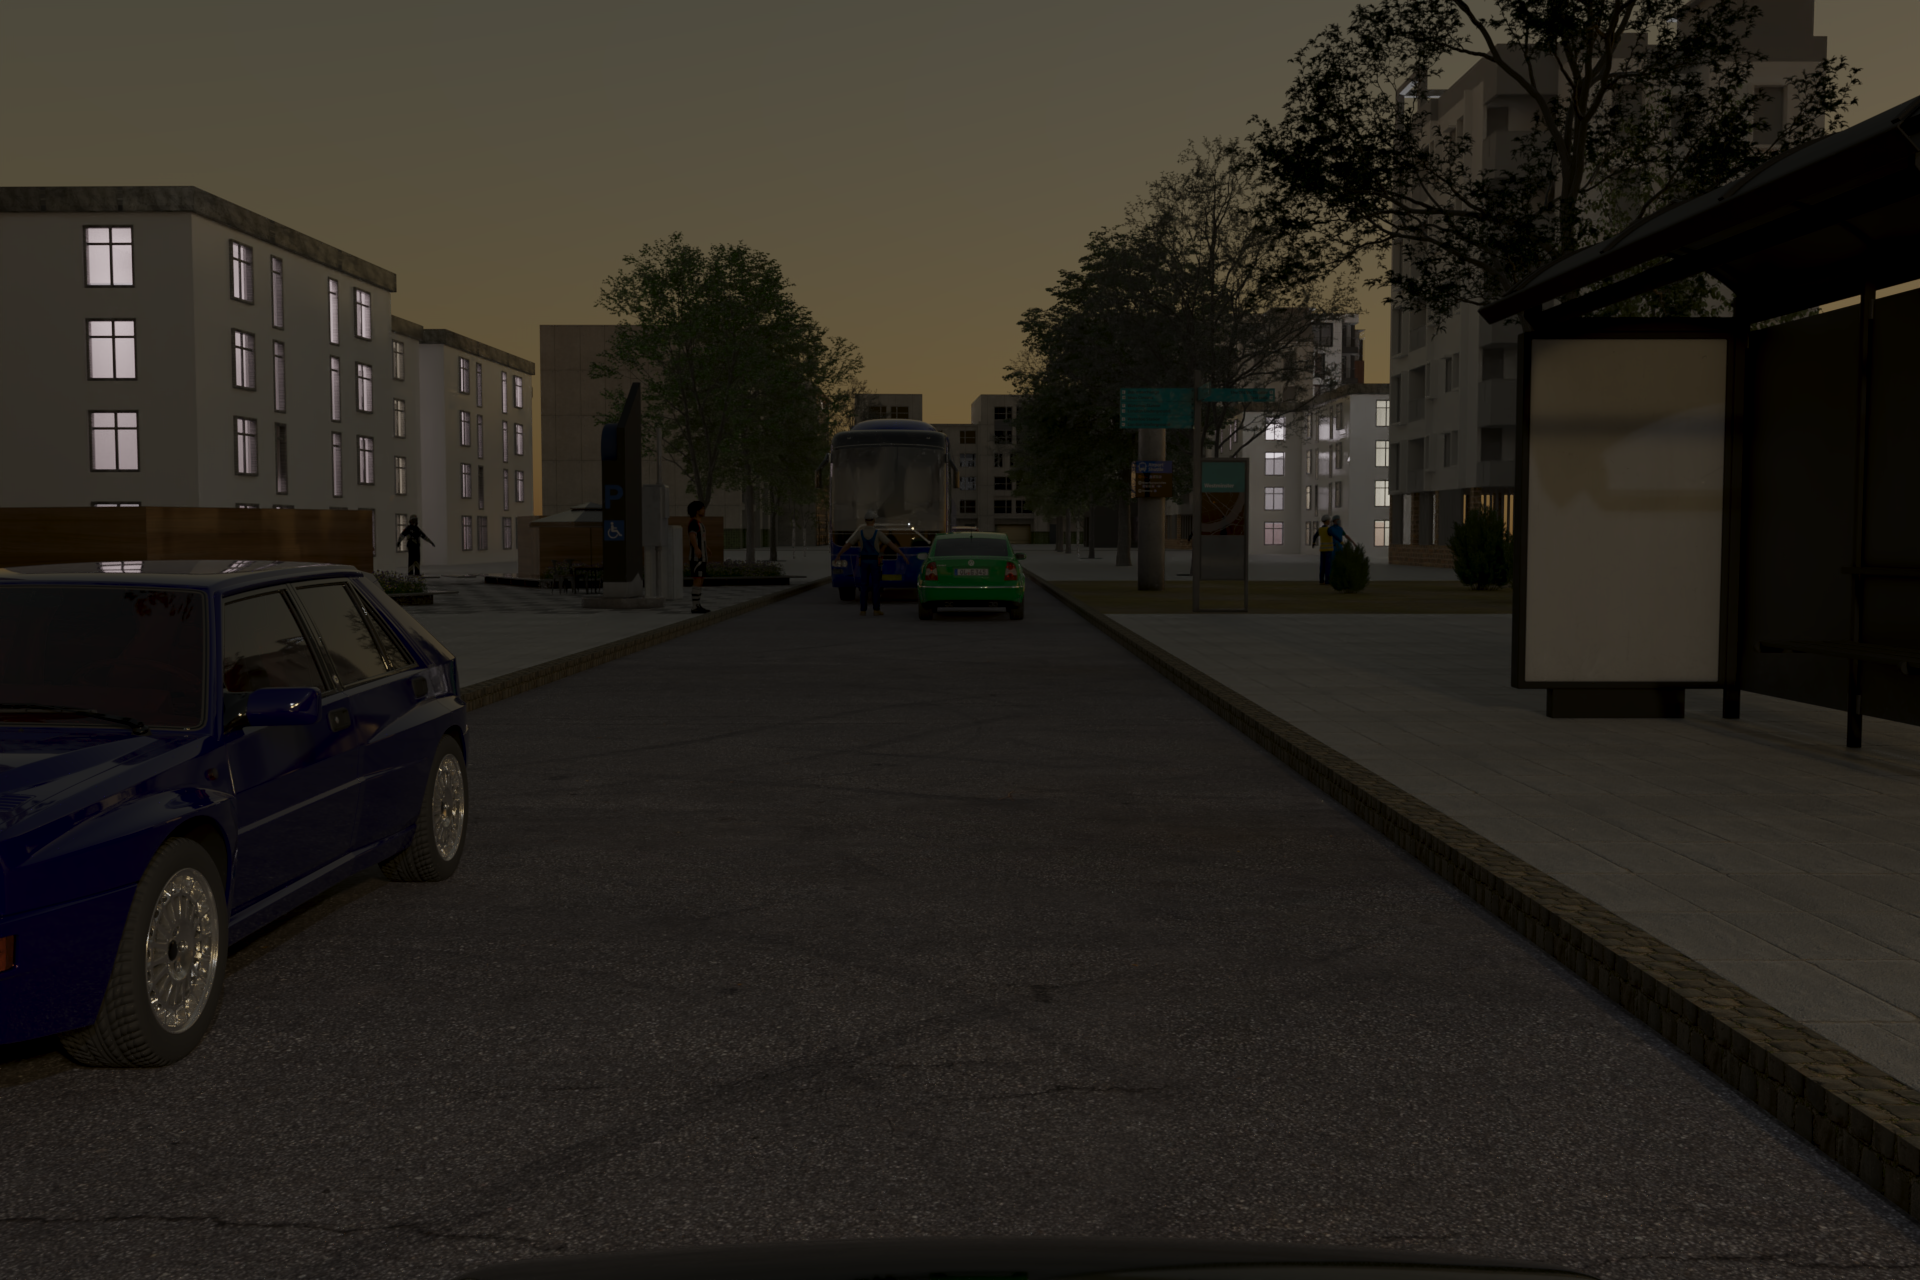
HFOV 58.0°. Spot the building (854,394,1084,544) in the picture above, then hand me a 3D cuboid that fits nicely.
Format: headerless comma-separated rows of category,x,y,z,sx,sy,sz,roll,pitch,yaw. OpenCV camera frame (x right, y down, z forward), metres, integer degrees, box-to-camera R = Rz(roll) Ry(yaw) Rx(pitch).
building,2.058,-21.813,225.560,31.486,18.905,16.747,0,4,-4

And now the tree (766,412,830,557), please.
tree,-8.555,-8.967,96.973,4.360,8.622,3.978,0,3,0

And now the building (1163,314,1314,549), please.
building,23.270,-18.353,156.487,16.016,20.090,11.380,0,4,0

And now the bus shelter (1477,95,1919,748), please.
bus shelter,4.635,-0.953,9.506,2.014,3.302,5.546,0,4,0

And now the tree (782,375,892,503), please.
tree,-8.445,-13.599,132.716,12.009,13.543,11.850,0,3,0

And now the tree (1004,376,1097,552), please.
tree,7.026,-12.507,122.616,7.486,12.596,7.792,0,3,0

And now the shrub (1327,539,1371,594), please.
shrub,8.406,-1.606,37.383,1.383,1.207,1.383,0,3,0

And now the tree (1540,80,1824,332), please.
tree,11.729,-4.767,28.311,4.737,8.622,4.395,0,3,0

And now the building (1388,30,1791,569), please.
building,23.137,-13.149,71.410,16.016,20.090,11.380,0,4,0

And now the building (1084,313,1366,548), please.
building,26.423,-20.353,176.739,27.936,21.610,32.646,0,4,0

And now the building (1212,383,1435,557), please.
building,22.433,-10.300,110.551,9.099,9.664,28.070,0,4,0

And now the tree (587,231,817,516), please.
tree,-8.707,-8.137,58.792,9.928,11.665,9.643,0,3,0

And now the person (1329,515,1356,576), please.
person,10.590,-2.602,48.667,1.347,1.817,0.704,-2,4,-32

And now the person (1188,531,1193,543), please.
person,9.223,-3.707,66.542,0.705,1.837,1.347,-3,5,-42

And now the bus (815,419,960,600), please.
bus,-1.408,-3.005,40.685,2.896,3.916,12.251,0,4,0

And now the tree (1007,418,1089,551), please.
tree,7.420,-13.046,131.431,7.486,12.596,7.792,0,3,0

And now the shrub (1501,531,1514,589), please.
shrub,11.036,-1.725,32.624,1.690,2.028,1.600,0,3,0

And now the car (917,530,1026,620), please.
car,0.201,-1.314,30.286,1.959,1.807,4.718,0,4,0

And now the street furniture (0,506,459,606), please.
street furniture,-13.716,-1.358,29.053,11.010,1.723,9.812,2,4,24

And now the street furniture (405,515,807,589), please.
street furniture,-7.607,-2.266,43.898,11.010,1.723,9.812,-2,4,-30

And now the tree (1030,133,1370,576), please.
tree,7.385,-8.708,52.745,12.009,13.543,11.850,0,3,0

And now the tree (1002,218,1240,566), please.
tree,6.476,-9.941,69.194,9.857,13.997,8.962,0,3,0

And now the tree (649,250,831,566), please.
tree,-8.873,-9.271,69.705,7.486,12.596,7.792,0,3,0

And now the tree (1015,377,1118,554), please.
tree,7.406,-11.929,113.166,7.486,12.596,7.792,0,3,0

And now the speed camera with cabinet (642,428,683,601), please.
speed camera with cabinet,-5.769,-2.367,33.033,0.660,3.252,2.038,0,4,2

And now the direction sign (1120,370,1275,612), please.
direction sign,3.881,-2.386,27.768,2.525,3.948,1.411,0,4,-1

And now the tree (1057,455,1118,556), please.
tree,6.622,-9.176,100.390,4.360,8.622,3.978,0,3,0

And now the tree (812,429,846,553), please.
tree,-8.600,-10.015,114.107,4.737,8.622,4.395,0,3,0

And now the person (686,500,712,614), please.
person,-4.220,-1.341,28.064,0.704,1.843,1.345,0,4,-1

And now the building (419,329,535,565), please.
building,-25.358,-8.741,85.060,9.099,9.664,28.070,0,4,1

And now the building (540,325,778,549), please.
building,-27.116,-18.092,162.260,16.747,18.905,31.486,0,4,0

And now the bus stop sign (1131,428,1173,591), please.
bus stop sign,4.342,-3.070,39.218,0.837,3.901,0.837,0,4,-1

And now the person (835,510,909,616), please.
person,-1.574,-1.356,30.490,1.347,1.847,0.705,1,4,10

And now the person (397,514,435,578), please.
person,-15.937,-2.741,50.602,0.705,1.856,1.354,2,4,32

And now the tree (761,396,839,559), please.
tree,-8.395,-8.521,89.684,4.737,8.622,4.395,0,3,0

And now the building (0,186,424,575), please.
building,-22.694,-6.966,56.046,9.099,9.664,28.070,0,4,1

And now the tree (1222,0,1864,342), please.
tree,6.266,-5.186,19.210,7.601,10.594,8.767,-2,4,-26

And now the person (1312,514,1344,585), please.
person,9.233,-2.260,43.413,0.721,1.772,1.216,-2,4,-30

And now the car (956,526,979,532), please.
car,0.164,-4.770,86.663,2.281,1.827,5.304,0,4,-1

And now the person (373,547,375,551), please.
person,-13.503,-1.944,38.014,1.346,1.802,0.704,0,4,-1

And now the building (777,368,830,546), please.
building,-24.260,-21.923,189.376,19.493,23.208,18.063,0,4,0

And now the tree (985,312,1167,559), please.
tree,6.923,-10.983,89.939,12.009,13.543,11.850,0,3,0

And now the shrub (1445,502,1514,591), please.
shrub,11.956,-2.146,39.500,1.690,2.028,1.600,0,3,0

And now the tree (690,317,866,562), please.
tree,-8.608,-9.499,81.071,9.928,11.665,9.643,0,3,0

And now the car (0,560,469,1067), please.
car,-2.958,0.410,5.876,1.945,1.354,3.894,0,4,0

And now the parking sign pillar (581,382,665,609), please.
parking sign pillar,-5.888,-2.552,30.190,1.447,3.967,1.447,0,4,2
